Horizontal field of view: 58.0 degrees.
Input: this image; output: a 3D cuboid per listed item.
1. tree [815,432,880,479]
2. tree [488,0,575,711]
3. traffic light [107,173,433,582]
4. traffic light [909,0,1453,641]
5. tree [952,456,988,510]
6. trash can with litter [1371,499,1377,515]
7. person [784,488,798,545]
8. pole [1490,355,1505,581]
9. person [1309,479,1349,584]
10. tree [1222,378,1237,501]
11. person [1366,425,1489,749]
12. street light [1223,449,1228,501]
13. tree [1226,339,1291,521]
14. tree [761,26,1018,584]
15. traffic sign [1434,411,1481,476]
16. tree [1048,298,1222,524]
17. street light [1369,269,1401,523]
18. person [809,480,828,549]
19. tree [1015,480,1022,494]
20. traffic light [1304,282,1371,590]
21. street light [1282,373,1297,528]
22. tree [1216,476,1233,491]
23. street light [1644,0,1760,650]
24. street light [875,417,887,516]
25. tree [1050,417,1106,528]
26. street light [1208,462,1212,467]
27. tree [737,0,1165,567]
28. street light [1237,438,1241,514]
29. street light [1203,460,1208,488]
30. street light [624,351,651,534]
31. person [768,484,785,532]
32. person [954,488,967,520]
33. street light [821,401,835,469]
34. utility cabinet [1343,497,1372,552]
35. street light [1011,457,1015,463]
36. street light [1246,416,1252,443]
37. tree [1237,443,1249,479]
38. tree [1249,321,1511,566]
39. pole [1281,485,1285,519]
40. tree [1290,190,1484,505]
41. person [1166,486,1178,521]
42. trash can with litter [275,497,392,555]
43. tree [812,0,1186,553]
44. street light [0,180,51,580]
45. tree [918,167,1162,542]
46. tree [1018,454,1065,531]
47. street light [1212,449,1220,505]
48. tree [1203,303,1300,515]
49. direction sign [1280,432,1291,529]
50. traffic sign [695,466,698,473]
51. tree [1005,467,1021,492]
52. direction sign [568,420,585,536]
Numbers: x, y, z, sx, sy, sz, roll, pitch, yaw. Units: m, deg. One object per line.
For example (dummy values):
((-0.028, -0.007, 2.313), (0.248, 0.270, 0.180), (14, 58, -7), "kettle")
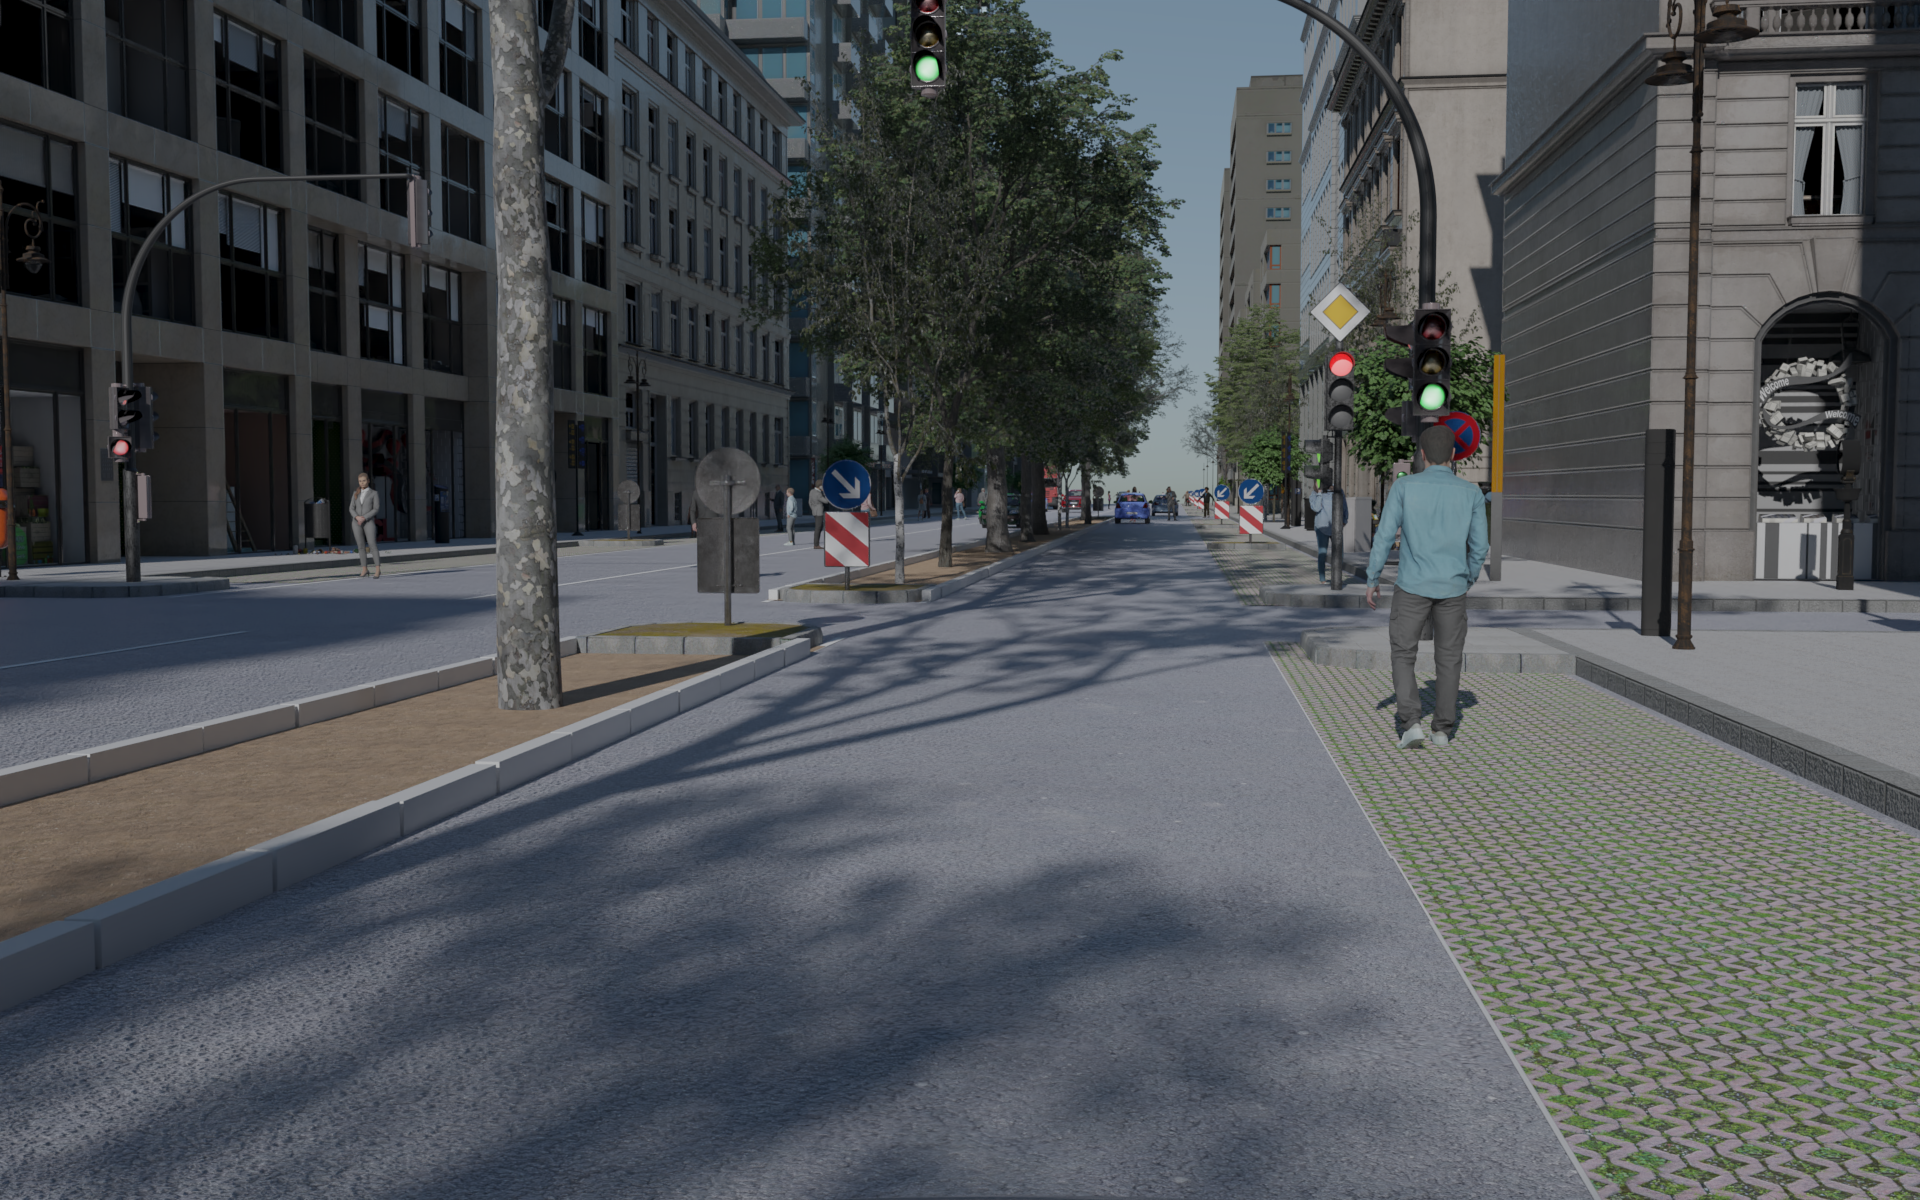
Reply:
((-5.932, -6.596, 91.563), (4.285, 4.588, 4.351), (0, 3, 0), "tree")
((-1.776, -9.274, 9.983), (12.611, 20.169, 13.585), (0, 3, 0), "tree")
((-9.974, -3.076, 24.954), (4.771, 5.953, 1.251), (0, 4, 7), "traffic light")
((1.953, -2.483, 15.273), (4.771, 5.953, 1.251), (0, 4, 7), "traffic light")
((0.373, -9.826, 144.372), (4.285, 4.588, 4.351), (0, 3, 0), "tree")
((10.235, -2.011, 44.269), (0.624, 1.170, 1.055), (-1, 4, -9), "trash can with litter")
((-4.736, -2.338, 48.543), (0.330, 1.601, 0.589), (1, 4, 19), "person")
((7.909, -1.935, 25.478), (0.158, 3.312, 0.155), (0, 3, 0), "pole")
((5.465, -1.029, 25.589), (0.793, 1.790, 0.793), (-3, 5, -40), "person")
((27.981, -16.632, 182.304), (12.009, 13.543, 11.850), (0, 3, 0), "tree")
((2.643, -0.077, 9.776), (0.660, 1.820, 0.620), (0, 4, 3), "person")
((22.025, -10.432, 143.350), (0.468, 5.910, 1.993), (0, 4, 7), "street light")
((14.674, -8.113, 83.014), (4.360, 8.622, 3.978), (0, 3, 0), "tree")
((-0.970, -4.542, 27.083), (4.360, 8.622, 3.978), (0, 3, 0), "tree")
((7.606, -1.626, 26.693), (0.768, 2.556, 0.104), (1, 4, 14), "traffic sign")
((6.043, -10.330, 81.726), (12.009, 13.543, 11.850), (0, 3, 0), "tree")
((8.737, -3.849, 35.719), (0.468, 5.910, 1.993), (0, 4, 7), "street light")
((-3.668, -2.226, 45.074), (0.473, 1.802, 0.592), (-1, 4, -13), "person")
((7.236, -12.474, 198.552), (1.663, 3.219, 1.824), (0, 3, 0), "tree")
((5.022, -2.089, 23.082), (0.839, 4.253, 0.868), (0, 4, 7), "traffic light")
((12.427, -5.664, 65.402), (0.468, 5.910, 1.993), (0, 4, 7), "street light")
((24.846, -10.401, 164.652), (1.663, 3.219, 1.824), (0, 3, 0), "tree")
((5.993, -2.531, 14.165), (0.468, 5.910, 1.993), (0, 4, 7), "street light")
((-4.638, -7.899, 101.936), (0.468, 5.910, 1.993), (0, 4, 7), "street light")
((4.485, -7.302, 72.201), (4.360, 8.622, 3.978), (0, 3, 0), "tree")
((28.567, -13.630, 195.645), (0.468, 5.910, 1.993), (0, 4, 7), "street light")
((-0.356, -5.883, 33.063), (8.767, 10.594, 7.601), (0, 4, 7), "tree")
((18.255, -8.603, 113.441), (0.468, 5.910, 1.993), (0, 4, 7), "street light")
((32.243, -15.479, 225.867), (0.468, 5.910, 1.993), (0, 4, 7), "street light")
((-10.391, -5.085, 55.921), (0.468, 5.910, 1.993), (0, 4, 7), "street light")
((-6.912, -3.466, 65.348), (0.590, 1.801, 0.661), (-2, 4, -33), "person")
((0.050, -5.311, 95.932), (0.593, 1.750, 0.643), (-3, 5, -41), "person")
((-6.547, -6.918, 85.899), (0.468, 5.910, 1.993), (0, 4, 7), "street light")
((8.847, -1.678, 38.591), (0.306, 1.237, 1.020), (2, 4, 33), "utility cabinet")
((5.673, -12.988, 185.144), (0.468, 5.910, 1.993), (0, 4, 7), "street light")
((15.999, -7.500, 95.420), (0.468, 5.910, 1.993), (0, 4, 7), "street light")
((14.301, -5.802, 78.582), (4.285, 4.588, 4.351), (0, 3, 0), "tree")
((8.254, -2.915, 31.380), (4.285, 4.588, 4.351), (0, 3, 0), "tree")
((16.551, -5.798, 88.636), (0.158, 3.312, 0.155), (0, 3, 0), "pole")
((10.338, -5.601, 41.933), (4.360, 8.622, 3.978), (0, 3, 0), "tree")
((11.414, -5.203, 93.374), (0.655, 1.846, 0.447), (0, 4, 2), "person")
((-13.400, -1.595, 37.137), (2.233, 1.210, 1.678), (0, 4, -7), "trash can with litter")
((0.942, -8.118, 41.846), (9.857, 13.997, 8.962), (0, 3, 0), "tree")
((-14.135, -3.235, 25.678), (0.468, 5.910, 1.993), (0, 4, 7), "street light")
((2.049, -7.976, 50.995), (7.486, 12.596, 7.792), (0, 3, 0), "tree")
((3.875, -7.020, 67.601), (4.737, 8.622, 4.395), (0, 3, 0), "tree")
((25.717, -12.247, 173.033), (0.468, 5.910, 1.993), (0, 4, 7), "street light")
((17.984, -11.356, 103.790), (7.486, 12.596, 7.792), (0, 3, 0), "tree")
((11.935, -4.371, 63.465), (0.379, 3.537, 0.876), (2, 4, 32), "direction sign")
((-9.327, -3.717, 62.901), (0.606, 2.300, 0.079), (1, 4, 15), "traffic sign")
((4.026, -11.769, 176.140), (4.285, 4.588, 4.351), (0, 3, 0), "tree")
((-11.781, -3.747, 53.262), (0.379, 3.537, 0.876), (1, 4, 21), "direction sign")
